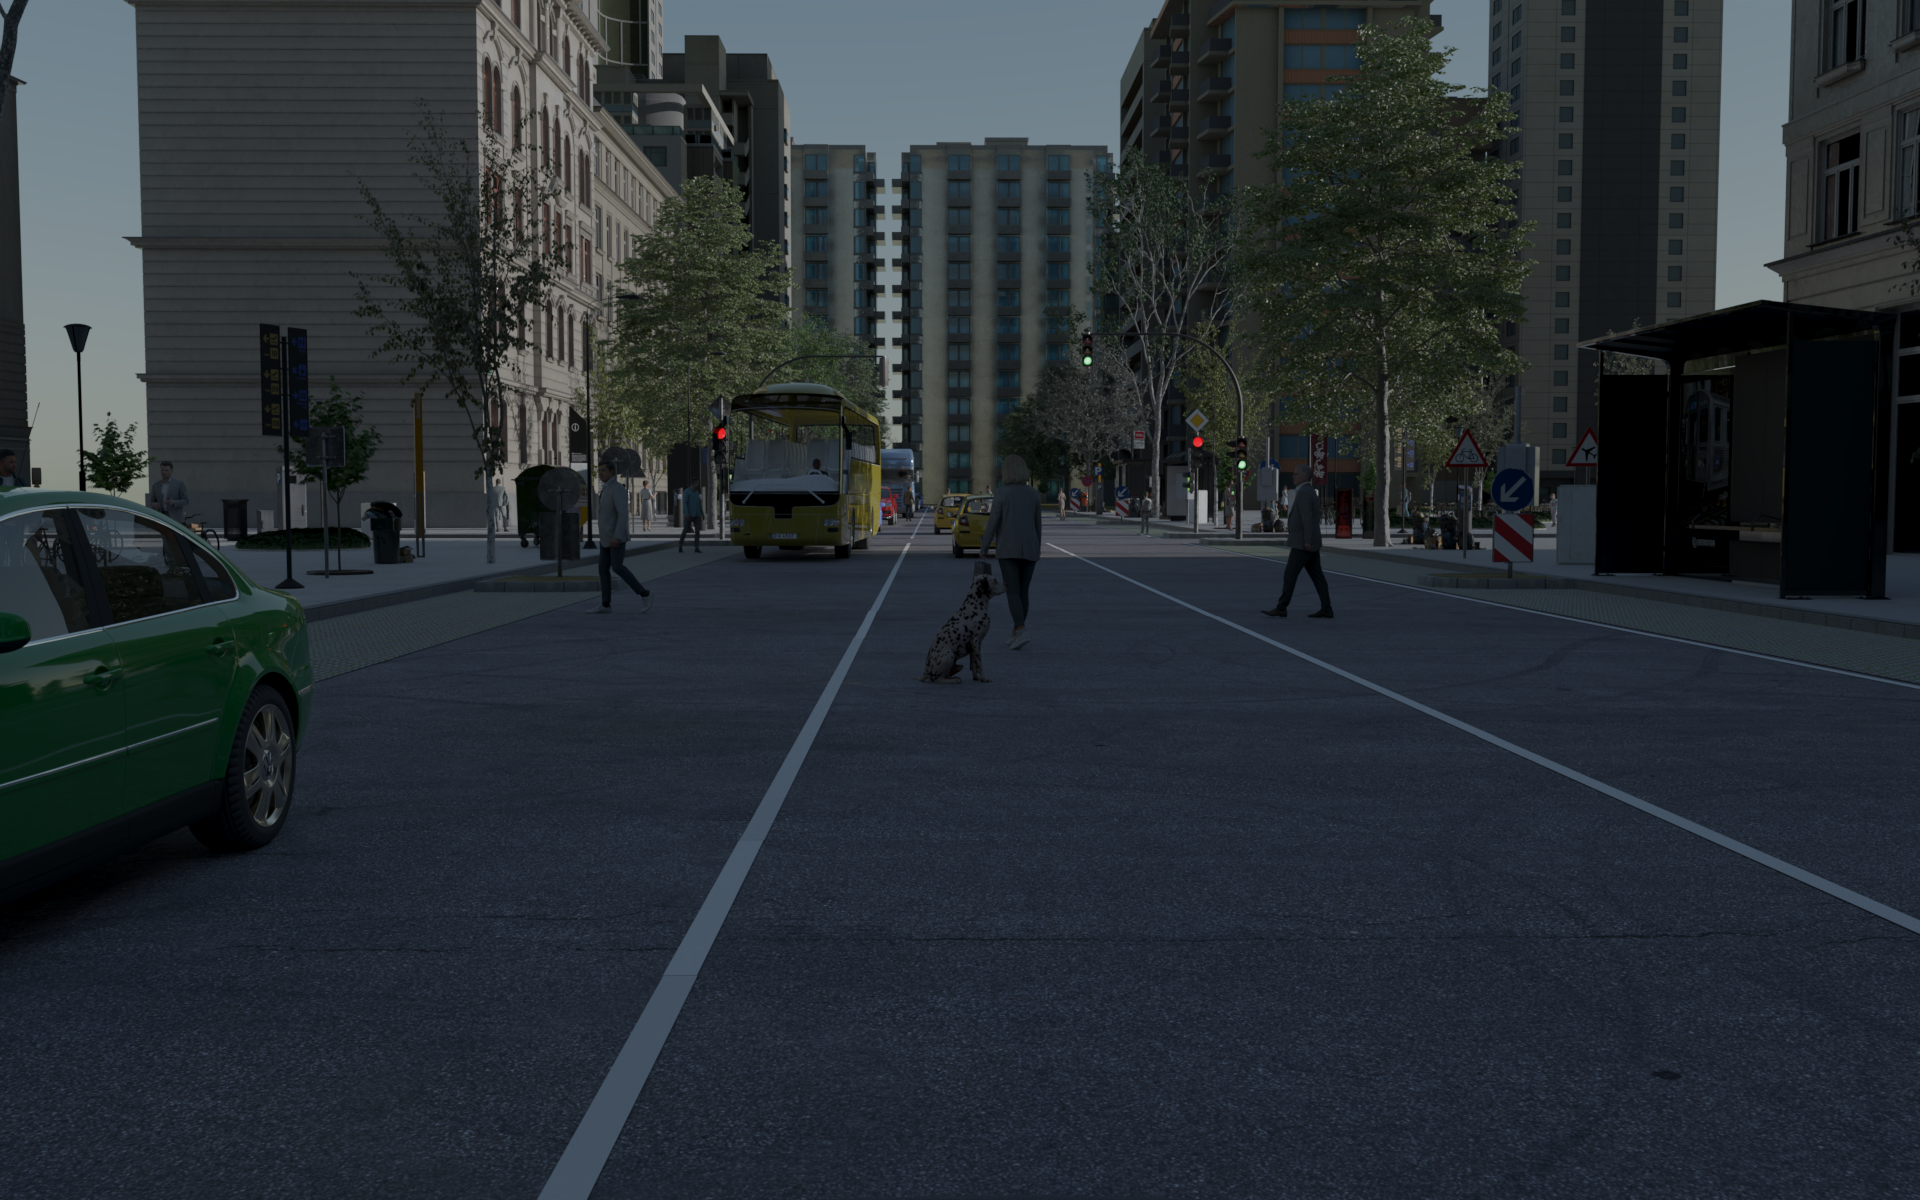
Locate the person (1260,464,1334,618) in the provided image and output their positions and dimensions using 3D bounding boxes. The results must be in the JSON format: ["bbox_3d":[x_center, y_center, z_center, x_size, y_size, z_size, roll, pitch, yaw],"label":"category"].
[{"bbox_3d":[3.909,-0.681,20.035,0.834,1.777,0.661,1,4,11],"label":"person"}]

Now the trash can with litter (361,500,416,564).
[{"bbox_3d":[-10.552,-1.265,32.062,0.624,1.170,1.055,1,4,9],"label":"trash can with litter"}]

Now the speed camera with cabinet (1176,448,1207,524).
[{"bbox_3d":[10.040,-4.931,74.964,0.660,3.252,2.038,2,4,32],"label":"speed camera with cabinet"}]

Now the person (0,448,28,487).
[{"bbox_3d":[-11.384,-0.902,20.784,0.794,1.824,0.713,-2,4,-31],"label":"person"}]

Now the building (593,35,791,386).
[{"bbox_3d":[-29.747,-34.535,188.344,21.600,48.544,21.300,0,4,-1],"label":"building"}]

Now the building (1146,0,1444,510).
[{"bbox_3d":[27.936,-30.179,148.057,22.147,44.769,28.867,0,4,-1],"label":"building"}]

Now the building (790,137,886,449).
[{"bbox_3d":[-25.271,-37.631,234.878,30.456,49.044,23.786,0,4,-1],"label":"building"}]

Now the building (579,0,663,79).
[{"bbox_3d":[-51.162,-48.497,231.180,20.611,71.187,20.563,0,4,-1],"label":"building"}]

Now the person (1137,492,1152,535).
[{"bbox_3d":[6.525,-3.054,61.036,0.523,1.515,0.503,2,4,25],"label":"person"}]

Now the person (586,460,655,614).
[{"bbox_3d":[-4.098,-0.763,20.819,0.795,1.843,0.661,-2,4,-28],"label":"person"}]

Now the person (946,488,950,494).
[{"bbox_3d":[-0.541,-4.354,80.684,0.512,1.701,0.522,-1,4,-20],"label":"person"}]

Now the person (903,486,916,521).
[{"bbox_3d":[-2.663,-5.049,90.968,0.656,1.842,0.836,0,4,-6],"label":"person"}]

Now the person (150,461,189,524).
[{"bbox_3d":[-12.359,-1.268,26.982,0.606,1.804,0.583,0,4,-2],"label":"person"}]

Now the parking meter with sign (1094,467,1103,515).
[{"bbox_3d":[8.719,-6.880,108.752,0.543,3.016,1.738,0,4,1],"label":"parking meter with sign"}]

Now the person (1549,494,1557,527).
[{"bbox_3d":[23.293,-3.524,67.935,0.425,1.301,0.394,3,5,39],"label":"person"}]

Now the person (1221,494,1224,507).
[{"bbox_3d":[18.824,-6.939,119.719,1.509,1.804,0.699,1,4,13],"label":"person"}]

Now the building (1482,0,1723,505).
[{"bbox_3d":[68.235,-45.931,189.228,20.611,71.187,20.563,0,4,-1],"label":"building"}]

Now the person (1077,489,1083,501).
[{"bbox_3d":[11.374,-9.682,164.444,1.348,1.812,0.705,0,4,6],"label":"person"}]

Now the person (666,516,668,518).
[{"bbox_3d":[-15.633,-5.386,94.278,0.721,1.800,0.419,0,4,5],"label":"person"}]

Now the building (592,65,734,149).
[{"bbox_3d":[-34.112,-28.483,157.573,32.217,40.220,23.993,0,4,-1],"label":"building"}]

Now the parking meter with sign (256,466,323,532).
[{"bbox_3d":[-18.288,-3.123,47.322,1.738,3.016,0.543,-3,4,-38],"label":"parking meter with sign"}]

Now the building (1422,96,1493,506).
[{"bbox_3d":[49.442,-33.166,192.370,14.200,45.320,14.600,0,4,-1],"label":"building"}]

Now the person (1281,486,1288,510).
[{"bbox_3d":[20.789,-6.383,110.496,0.616,1.811,0.778,-2,4,-25],"label":"person"}]

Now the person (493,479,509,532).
[{"bbox_3d":[-15.660,-3.227,58.906,0.635,1.810,0.391,-1,4,-20],"label":"person"}]

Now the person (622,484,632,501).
[{"bbox_3d":[-17.370,-5.104,89.473,0.713,1.824,0.794,2,4,33],"label":"person"}]

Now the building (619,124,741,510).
[{"bbox_3d":[-25.409,-22.461,138.931,14.160,30.474,14.107,0,4,-1],"label":"building"}]

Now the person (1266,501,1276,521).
[{"bbox_3d":[14.876,-4.690,83.077,0.623,1.781,0.721,2,4,26],"label":"person"}]

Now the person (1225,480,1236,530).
[{"bbox_3d":[9.592,-3.344,61.072,0.532,1.782,0.716,1,4,16],"label":"person"}]

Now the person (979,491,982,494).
[{"bbox_3d":[2.442,-11.452,196.258,0.721,1.766,1.217,1,4,20],"label":"person"}]

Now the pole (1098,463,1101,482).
[{"bbox_3d":[9.234,-7.403,114.890,0.158,3.312,0.155,0,3,0],"label":"pole"}]

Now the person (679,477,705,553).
[{"bbox_3d":[-6.506,-2.056,41.984,0.638,1.841,0.748,-3,5,-41],"label":"person"}]

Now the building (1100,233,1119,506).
[{"bbox_3d":[22.438,-25.788,193.336,14.160,30.474,14.107,0,4,-1],"label":"building"}]

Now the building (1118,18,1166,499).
[{"bbox_3d":[27.782,-33.684,174.432,21.300,48.544,21.600,0,4,-1],"label":"building"}]

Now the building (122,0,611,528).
[{"bbox_3d":[-24.183,-17.613,75.357,14.401,28.519,23.554,0,4,-1],"label":"building"}]

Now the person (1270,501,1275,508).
[{"bbox_3d":[16.697,-5.310,92.967,0.679,1.850,0.850,1,4,13],"label":"person"}]

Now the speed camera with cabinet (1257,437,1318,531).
[{"bbox_3d":[11.392,-4.028,60.199,2.038,3.252,0.660,1,4,16],"label":"speed camera with cabinet"}]

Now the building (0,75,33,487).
[{"bbox_3d":[-48.162,-13.391,68.097,18.267,20.994,9.793,0,4,-1],"label":"building"}]

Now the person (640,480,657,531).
[{"bbox_3d":[-10.690,-3.228,59.393,0.480,1.755,0.524,1,4,19],"label":"person"}]

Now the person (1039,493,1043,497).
[{"bbox_3d":[8.117,-10.713,181.906,1.217,1.736,0.721,0,4,0],"label":"person"}]

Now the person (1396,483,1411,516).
[{"bbox_3d":[20.325,-4.487,79.386,0.713,1.824,0.794,1,4,20],"label":"person"}]

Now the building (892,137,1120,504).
[{"bbox_3d":[6.108,-37.654,235.246,30.456,49.044,23.786,0,4,-1],"label":"building"}]

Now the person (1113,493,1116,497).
[{"bbox_3d":[16.536,-10.600,182.536,0.628,1.438,0.799,1,4,20],"label":"person"}]

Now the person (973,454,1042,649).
[{"bbox_3d":[0.455,-0.455,16.120,0.709,1.800,0.728,-1,4,-19],"label":"person"}]

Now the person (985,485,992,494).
[{"bbox_3d":[1.155,-3.920,72.700,0.767,1.812,0.694,1,4,9],"label":"person"}]

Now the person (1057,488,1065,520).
[{"bbox_3d":[5.525,-5.242,94.554,0.599,1.781,0.374,-3,5,-40],"label":"person"}]

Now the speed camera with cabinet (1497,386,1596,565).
[{"bbox_3d":[10.922,-2.283,31.664,2.038,3.252,0.660,2,4,27],"label":"speed camera with cabinet"}]

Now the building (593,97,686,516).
[{"bbox_3d":[-26.188,-16.451,102.259,16.112,22.955,30.059,0,4,-1],"label":"building"}]

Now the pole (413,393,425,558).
[{"bbox_3d":[-10.933,-2.518,35.008,0.158,3.312,0.155,0,3,0],"label":"pole"}]

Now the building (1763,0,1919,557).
[{"bbox_3d":[26.617,-11.784,25.946,16.112,22.955,30.059,0,4,-1],"label":"building"}]

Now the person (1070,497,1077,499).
[{"bbox_3d":[11.722,-10.267,174.627,1.217,1.735,0.721,-1,4,-16],"label":"person"}]
